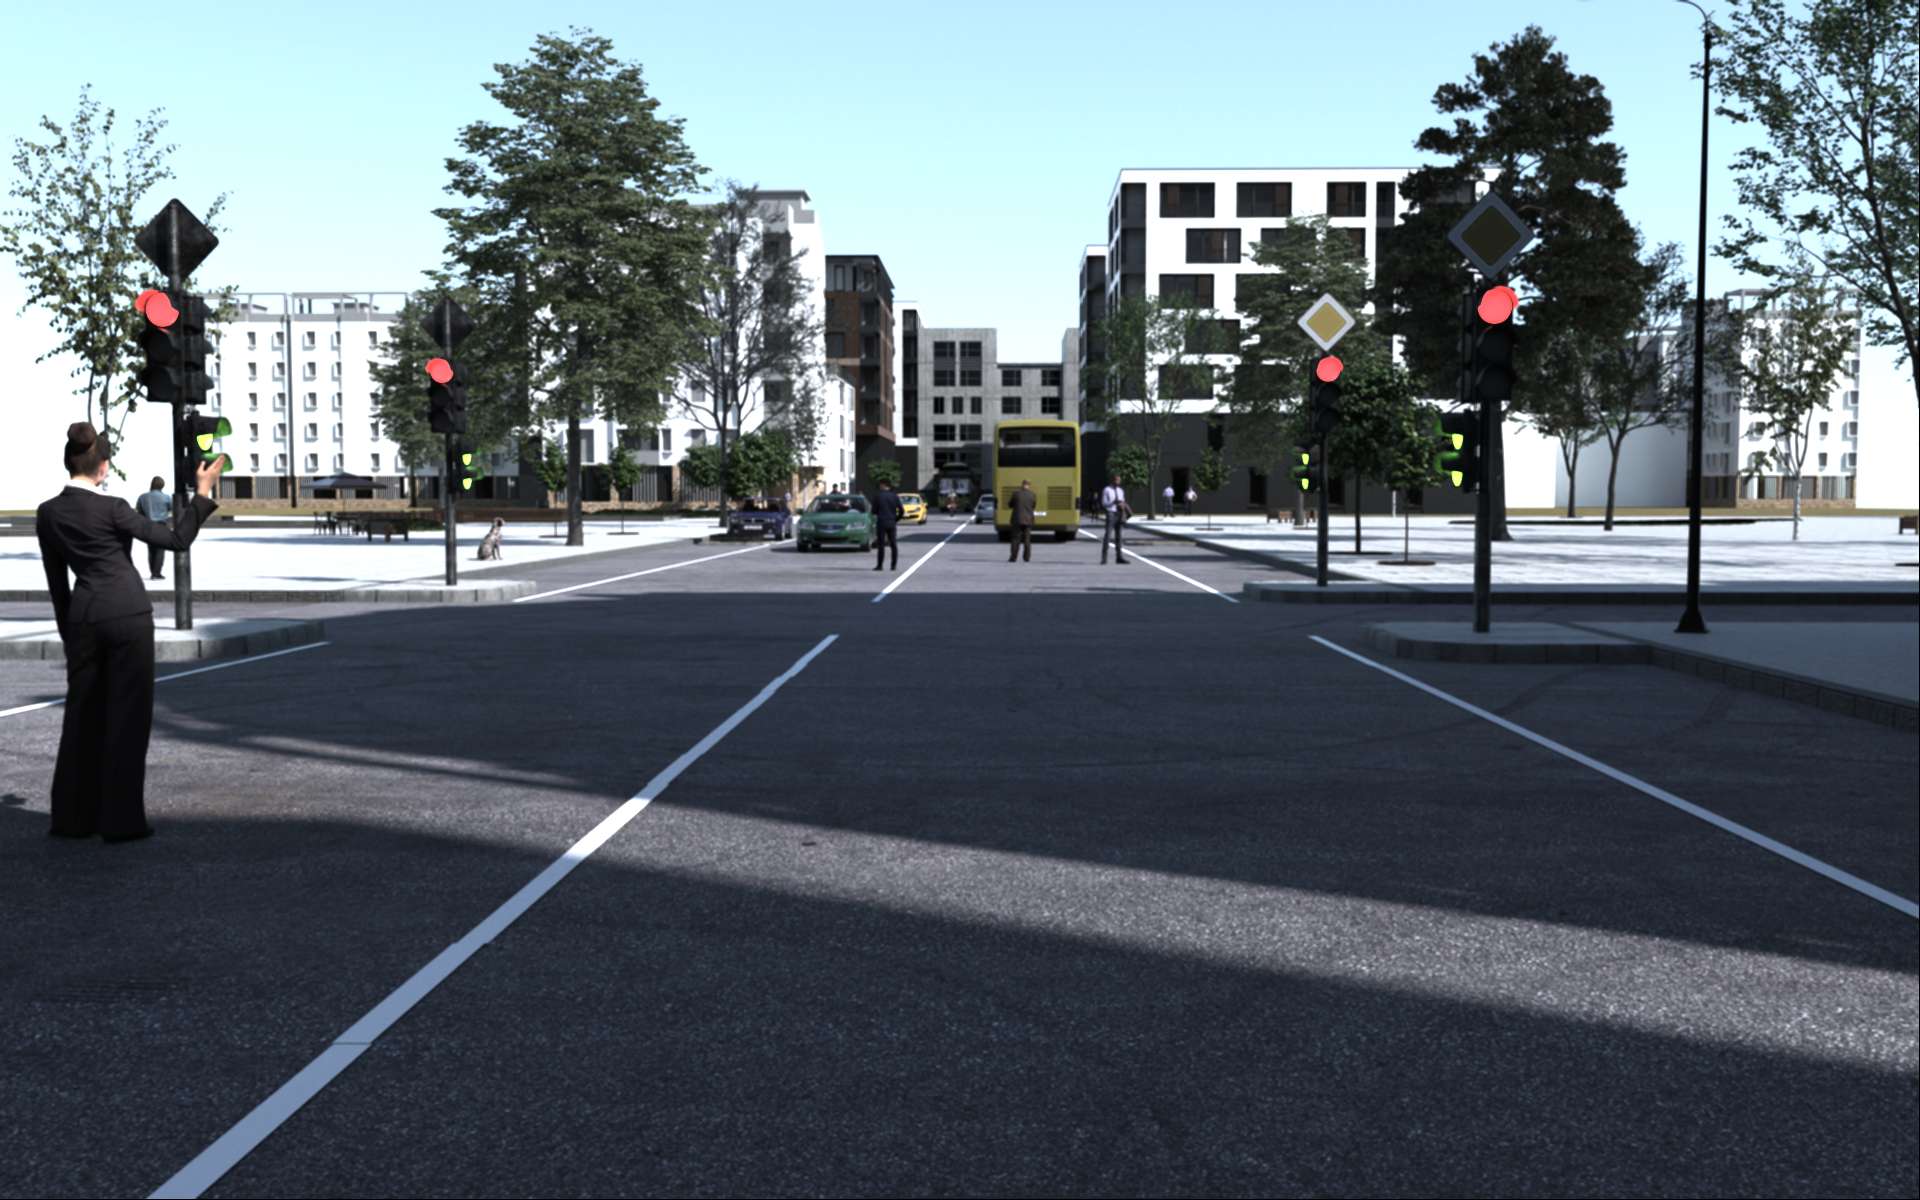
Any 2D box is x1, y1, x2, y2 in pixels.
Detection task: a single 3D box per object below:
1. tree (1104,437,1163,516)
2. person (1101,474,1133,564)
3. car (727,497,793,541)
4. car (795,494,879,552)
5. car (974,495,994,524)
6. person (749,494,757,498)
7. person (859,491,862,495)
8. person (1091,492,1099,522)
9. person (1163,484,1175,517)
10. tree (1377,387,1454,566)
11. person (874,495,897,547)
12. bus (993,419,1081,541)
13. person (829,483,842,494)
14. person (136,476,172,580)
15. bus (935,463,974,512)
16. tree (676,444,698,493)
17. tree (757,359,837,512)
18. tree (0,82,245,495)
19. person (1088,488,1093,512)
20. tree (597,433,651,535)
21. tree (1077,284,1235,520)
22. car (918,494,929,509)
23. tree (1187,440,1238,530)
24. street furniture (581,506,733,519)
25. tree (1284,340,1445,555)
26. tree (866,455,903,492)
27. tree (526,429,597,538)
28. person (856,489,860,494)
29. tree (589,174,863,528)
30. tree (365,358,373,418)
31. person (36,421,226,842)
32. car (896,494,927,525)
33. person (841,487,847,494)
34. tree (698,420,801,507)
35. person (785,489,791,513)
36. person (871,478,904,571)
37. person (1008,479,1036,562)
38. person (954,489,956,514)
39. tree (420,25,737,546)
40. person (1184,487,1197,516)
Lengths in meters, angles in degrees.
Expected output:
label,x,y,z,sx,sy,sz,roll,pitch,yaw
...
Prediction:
label,x,y,z,sx,sy,sz,roll,pitch,yaw
tree,10.016,-7.118,100.095,4.285,4.588,4.351,0,3,0
person,3.212,-1.648,35.310,0.709,1.838,0.599,-2,4,-33
car,-6.239,-2.545,54.191,1.945,1.354,3.894,0,4,0
car,-3.063,-1.983,44.226,2.131,1.459,4.920,0,4,2
car,1.652,-4.393,83.823,2.014,1.417,4.499,0,4,3
person,-11.575,-5.476,97.037,0.517,1.644,0.566,-2,4,-23
person,-4.968,-4.578,85.217,0.647,1.594,0.662,0,4,-3
person,6.876,-4.740,88.542,0.480,1.512,0.613,-3,4,-36
person,11.610,-5.518,96.124,0.709,1.838,0.599,1,4,16
tree,8.072,-2.249,31.367,1.663,3.219,1.824,0,3,0
person,-2.038,-2.174,47.282,0.697,1.427,0.421,-3,5,-40
bus,2.496,-3.924,55.710,2.896,3.916,12.252,0,4,3
person,-3.807,-2.804,54.796,0.683,1.767,0.568,-3,5,-40
person,-12.019,-1.077,25.863,0.499,1.552,0.429,1,4,18
bus,-0.269,-9.008,138.823,2.896,3.916,12.252,0,4,2
tree,-14.404,-7.005,98.252,4.285,4.588,4.351,0,3,0
tree,-8.347,-8.634,91.532,4.360,8.622,3.978,0,3,0
tree,-15.716,-5.004,32.176,4.737,8.622,4.395,0,3,0
person,9.068,-7.019,121.485,0.721,1.739,1.217,0,4,8
tree,-10.878,-3.700,55.091,1.663,3.219,1.824,0,3,0
tree,9.470,-9.714,84.574,9.928,11.665,9.643,0,3,0
car,-3.849,-9.226,159.637,1.959,1.807,4.718,0,4,3
tree,8.879,-4.128,62.091,1.663,3.219,1.824,0,3,0
street furniture,-16.882,-4.697,92.422,10.072,0.657,5.734,0,4,5
tree,8.625,-3.262,37.040,4.285,4.588,4.351,0,3,0
tree,-6.294,-9.886,145.343,4.285,4.588,4.351,0,3,0
tree,-12.079,-3.465,51.257,1.663,3.219,1.824,0,3,0
person,-8.544,-8.467,145.402,0.530,1.710,0.541,1,4,14
tree,-8.915,-9.514,65.918,12.009,13.543,11.850,0,3,0
tree,-29.008,-10.834,95.264,7.486,12.596,7.792,0,3,0
person,-3.448,0.126,7.247,0.742,1.727,0.445,-1,4,-20
car,-2.514,-4.366,81.615,2.015,1.641,3.980,0,4,2
person,-7.331,-6.297,109.945,0.436,1.711,0.756,2,4,29
tree,-8.769,-5.696,76.848,4.285,4.588,4.351,0,3,0
person,-9.730,-5.484,97.768,0.319,1.574,0.516,1,4,22
person,-1.400,-1.429,32.566,0.576,1.737,0.504,-2,4,-34
person,1.298,-1.682,36.687,0.565,1.739,0.600,-3,4,-36
person,-0.468,-6.953,122.202,0.705,1.822,1.348,1,4,21
tree,-9.125,-7.615,42.630,7.486,12.596,7.792,0,3,0
person,13.382,-5.748,100.961,0.756,1.711,0.436,2,4,30
